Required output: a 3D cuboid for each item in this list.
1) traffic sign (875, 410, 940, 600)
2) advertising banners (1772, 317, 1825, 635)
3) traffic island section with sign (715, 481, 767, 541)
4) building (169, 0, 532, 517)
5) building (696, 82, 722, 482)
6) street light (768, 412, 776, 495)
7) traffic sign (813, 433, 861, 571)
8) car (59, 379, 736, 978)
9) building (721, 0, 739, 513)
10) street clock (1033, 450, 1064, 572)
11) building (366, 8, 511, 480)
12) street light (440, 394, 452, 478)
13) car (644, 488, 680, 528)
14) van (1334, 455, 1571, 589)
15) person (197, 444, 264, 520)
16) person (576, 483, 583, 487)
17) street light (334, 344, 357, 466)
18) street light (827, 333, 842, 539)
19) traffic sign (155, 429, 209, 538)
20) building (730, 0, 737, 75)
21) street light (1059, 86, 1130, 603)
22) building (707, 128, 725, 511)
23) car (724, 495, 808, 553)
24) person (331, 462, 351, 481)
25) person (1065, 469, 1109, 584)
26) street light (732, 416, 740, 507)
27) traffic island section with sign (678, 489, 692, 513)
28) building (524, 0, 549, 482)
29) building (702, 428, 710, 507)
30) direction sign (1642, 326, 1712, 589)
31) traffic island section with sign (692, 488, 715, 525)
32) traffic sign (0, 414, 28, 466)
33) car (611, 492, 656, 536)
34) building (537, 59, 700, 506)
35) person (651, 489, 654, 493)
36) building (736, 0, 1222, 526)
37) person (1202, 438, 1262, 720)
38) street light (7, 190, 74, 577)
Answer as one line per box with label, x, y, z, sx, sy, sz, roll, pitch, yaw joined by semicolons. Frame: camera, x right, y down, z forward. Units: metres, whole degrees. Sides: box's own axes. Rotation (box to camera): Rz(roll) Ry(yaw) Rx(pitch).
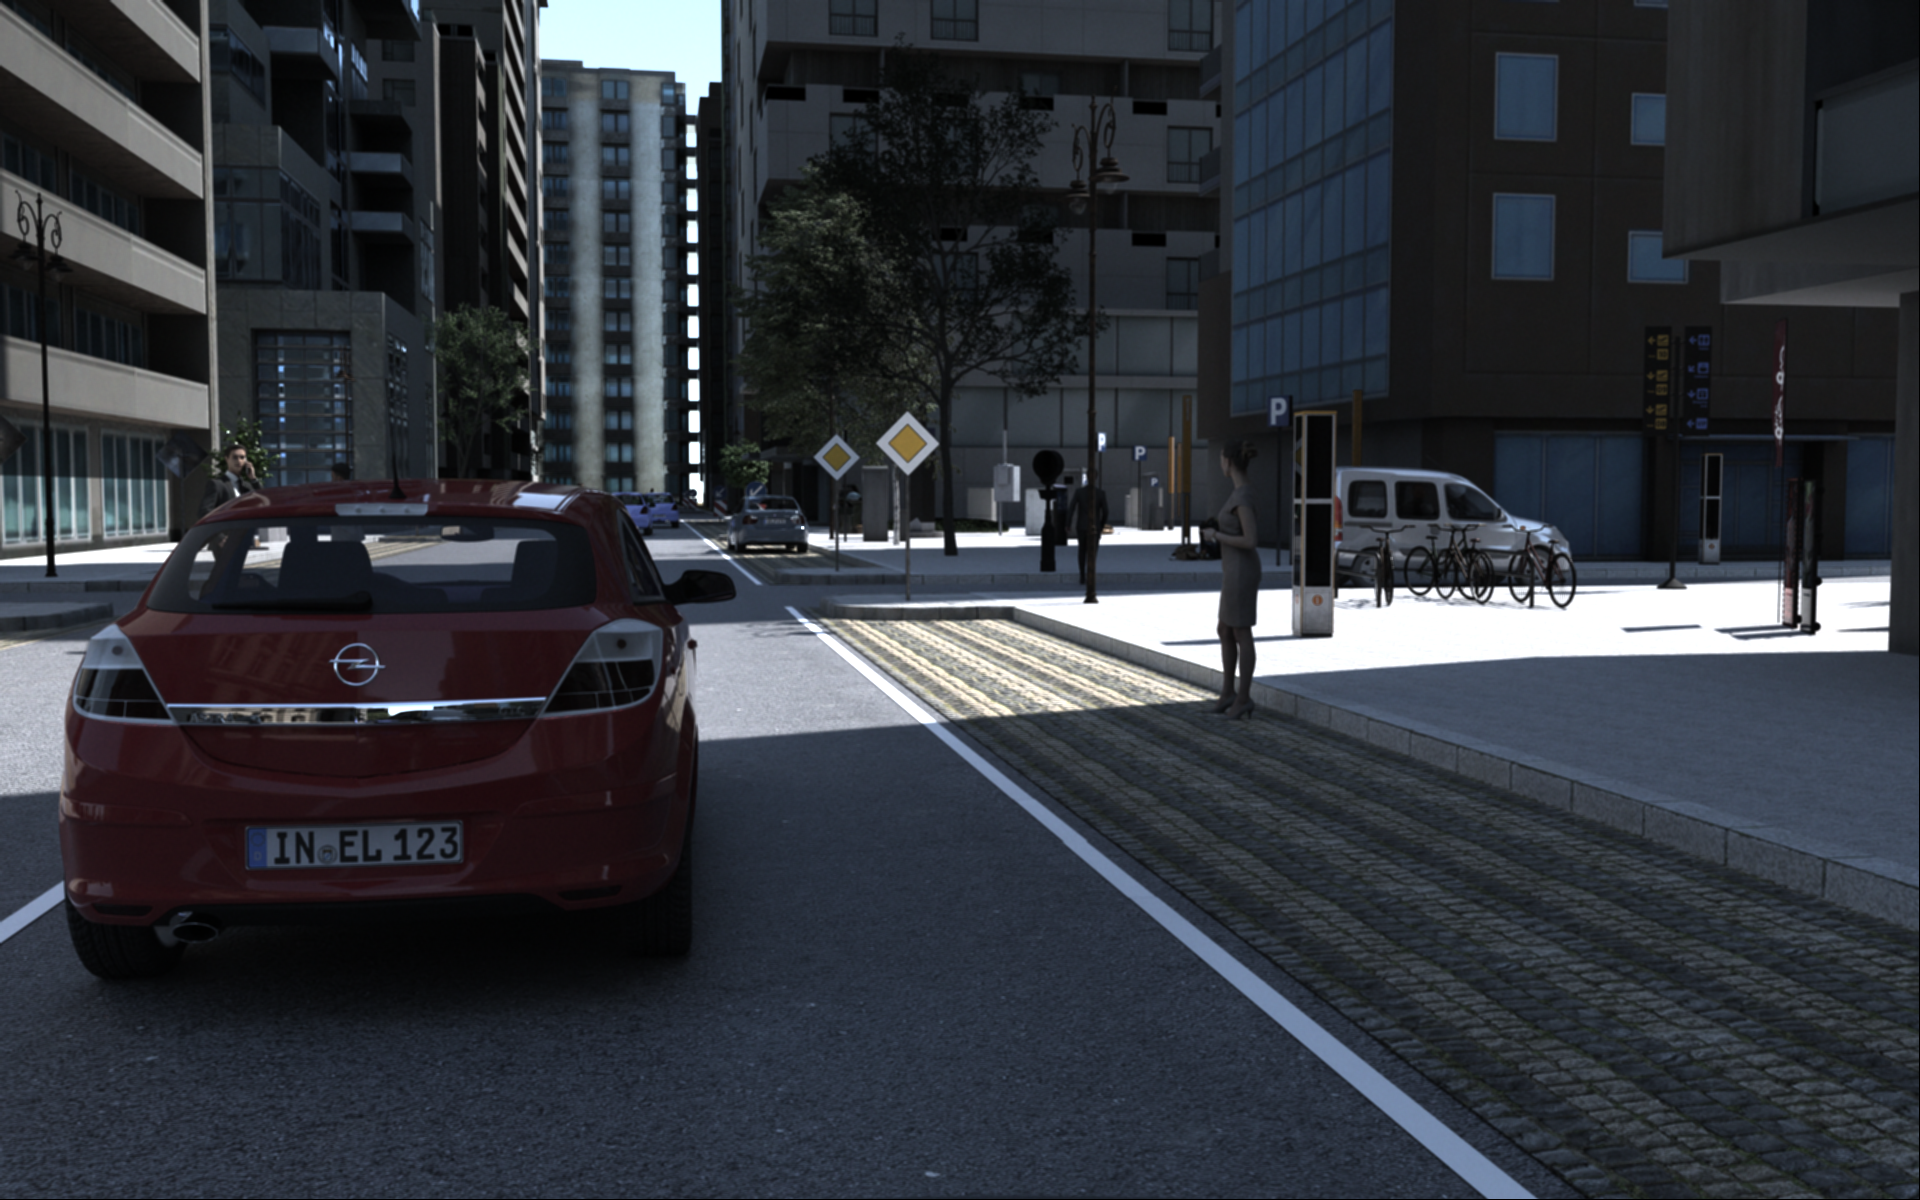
traffic sign;-0.632;-1.051;20.831;0.795;2.450;0.064;-1;4;-10
advertising banners;8.019;-1.251;16.635;0.090;3.025;2.074;1;4;14
traffic island section with sign;-6.421;-2.732;53.302;1.989;1.847;2.006;-1;4;-10
building;-42.471;-30.554;123.258;21.300;48.544;21.600;-1;4;-10
building;-21.798;-33.179;192.582;14.200;45.320;14.600;-1;4;-10
street light;-8.345;-6.311;75.975;0.468;5.910;1.993;-1;4;-10
traffic sign;-2.042;-1.532;28.691;0.795;2.450;0.064;-1;4;-10
car;-1.939;0.142;6.716;2.155;1.783;4.494;-1;4;-9
building;-10.366;-27.098;126.641;14.154;41.232;14.086;-1;4;-10
street clock;1.454;-1.468;28.578;0.471;2.002;0.358;2;4;31
building;-35.627;-20.480;106.548;14.160;30.474;14.107;-1;4;-10
street light;-23.710;-6.563;80.093;0.468;5.910;1.993;-1;4;-10
car;-12.925;-3.943;74.064;1.945;1.707;3.694;-1;4;-12
van;7.316;-1.204;26.694;4.112;2.044;2.013;-1;4;-10
person;-6.765;-0.510;16.203;0.474;1.900;0.648;0;4;5
person;-12.078;-2.830;55.014;0.529;1.795;0.600;0;4;5
street light;-18.899;-4.931;53.413;0.468;5.910;1.993;-1;4;-10
street light;-3.628;-4.650;48.817;0.468;5.910;1.993;-1;4;-10
traffic sign;-12.080;-1.424;26.918;0.795;2.450;0.064;-1;4;-10
building;-7.494;-28.234;111.744;14.600;45.320;14.200;-1;4;-10
street light;1.542;-2.901;20.212;0.468;5.910;1.993;-1;4;-10
building;-13.480;-22.583;140.929;14.160;30.474;14.107;-1;4;-10
car;-4.817;-1.904;43.139;2.014;1.417;4.499;-1;4;-11
person;-7.271;-0.713;20.342;0.466;1.800;0.511;0;4;2
person;2.024;-1.167;27.357;0.659;1.850;0.755;1;4;10
street light;-13.226;-7.942;102.642;0.468;5.910;1.993;-1;4;-10
traffic island section with sign;-19.999;-7.358;128.933;1.989;1.847;2.006;-1;4;-10
building;-51.996;-34.759;157.548;27.495;52.752;28.713;-1;4;-10
building;-12.811;-52.003;162.918;22.319;86.520;31.000;-1;4;-10
direction sign;9.668;-1.921;23.413;0.876;3.537;0.379;0;4;3
traffic island section with sign;-11.223;-4.368;80.038;1.989;1.847;2.006;-1;4;-10
traffic sign;-10.670;-0.943;19.057;0.795;2.450;0.064;-1;4;-10
car;-11.689;-3.135;60.841;1.945;1.707;3.694;-1;4;-8
building;-44.796;-35.109;193.641;30.456;49.044;23.786;-1;4;-10
person;-21.288;-6.799;119.687;0.705;1.821;1.348;-2;4;-27
building;3.617;-30.095;81.295;28.713;52.752;27.495;-1;4;-10
person;1.712;-0.128;10.932;0.374;1.781;0.599;0;4;7
street light;-14.117;-3.299;26.729;0.468;5.910;1.993;-1;4;-10
